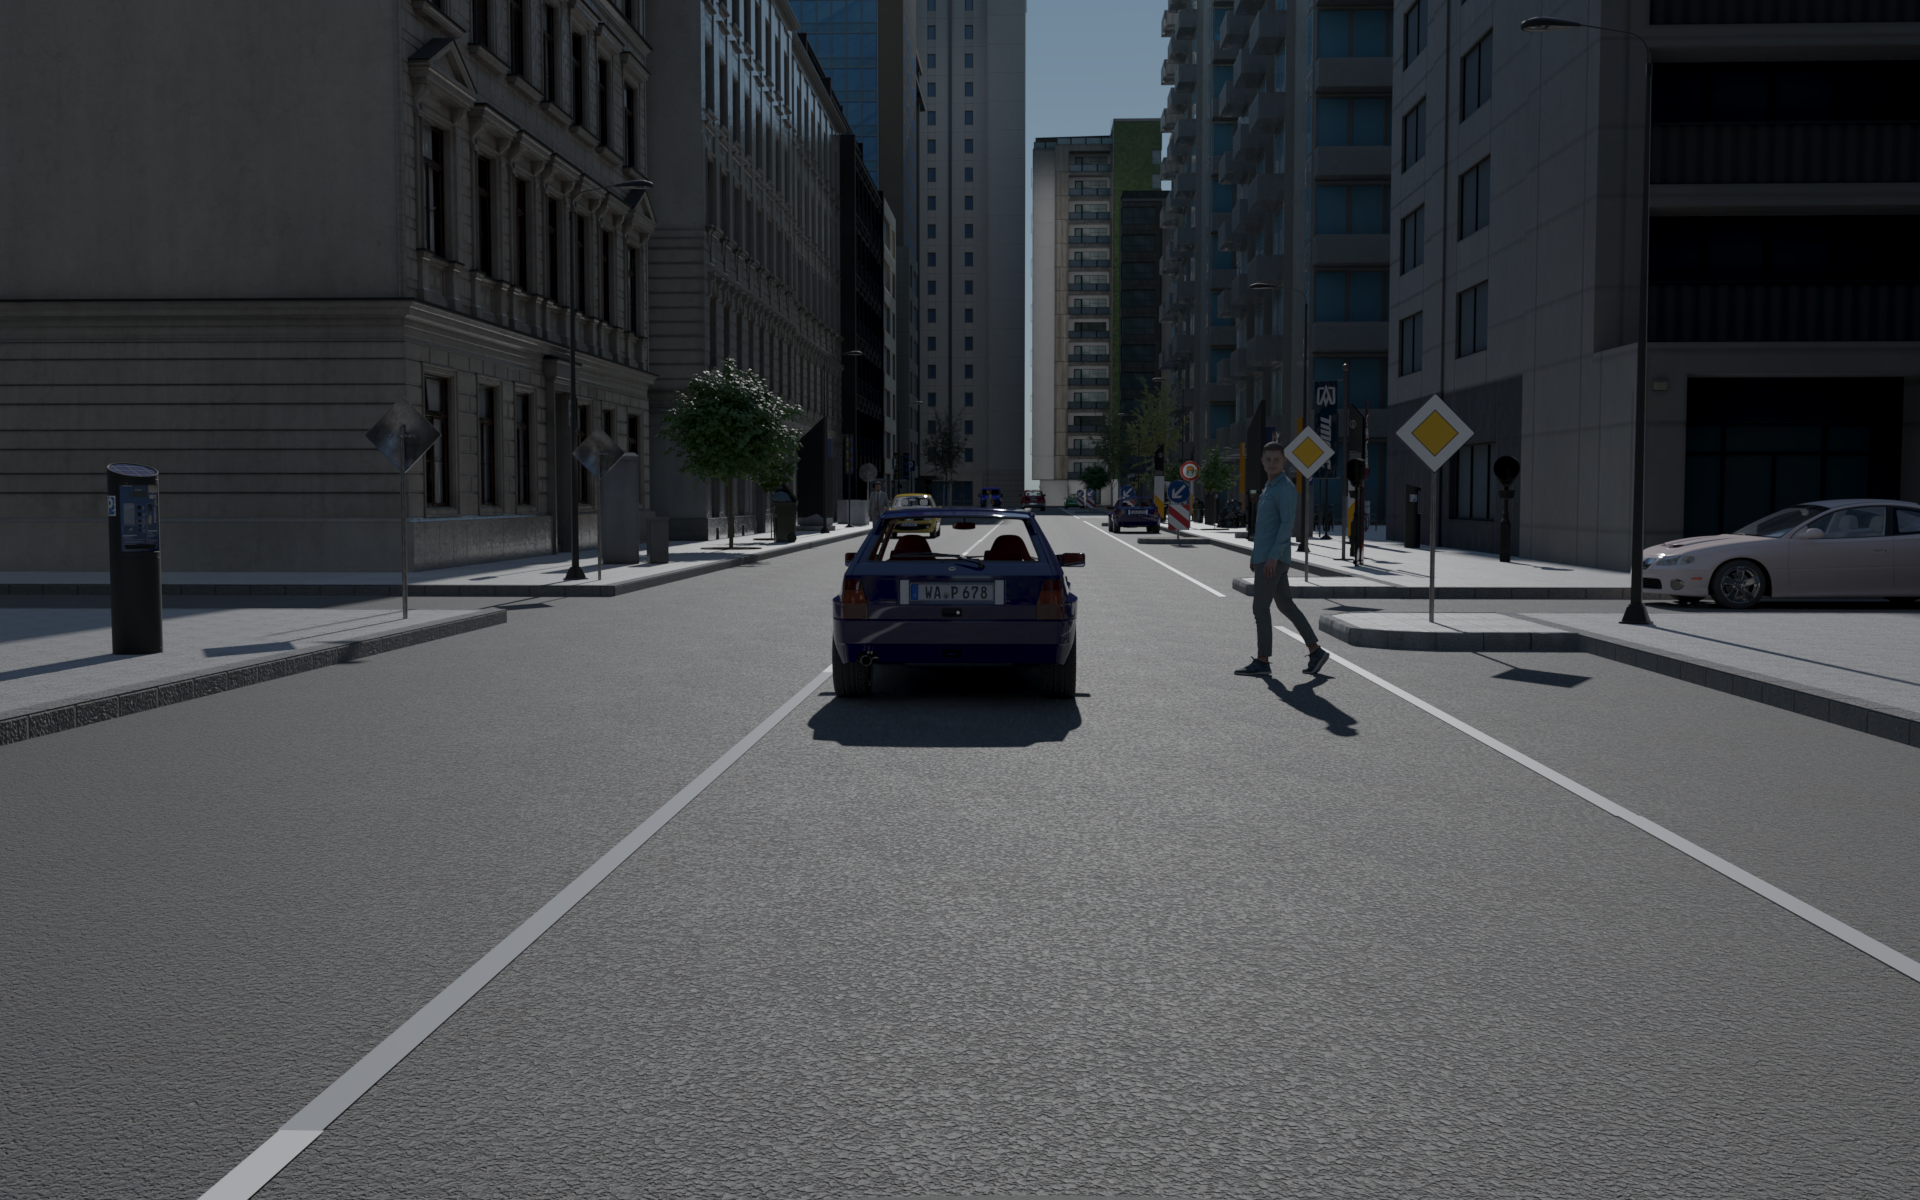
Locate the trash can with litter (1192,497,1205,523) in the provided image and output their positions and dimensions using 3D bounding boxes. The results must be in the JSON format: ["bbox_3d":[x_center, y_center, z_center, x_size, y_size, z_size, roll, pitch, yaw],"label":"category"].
[{"bbox_3d":[10.873,-4.024,77.183,1.055,1.170,0.624,1,4,11],"label":"trash can with litter"}]

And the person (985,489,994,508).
[{"bbox_3d":[1.433,-4.655,85.608,0.522,1.701,0.512,0,4,6],"label":"person"}]

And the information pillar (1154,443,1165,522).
[{"bbox_3d":[9.174,-5.399,79.623,0.504,3.616,0.183,3,4,37],"label":"information pillar"}]

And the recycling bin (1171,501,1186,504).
[{"bbox_3d":[12.465,-5.297,99.167,0.722,1.027,0.722,-2,4,-31],"label":"recycling bin"}]

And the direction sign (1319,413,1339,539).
[{"bbox_3d":[10.381,-3.486,48.999,0.379,3.537,0.876,-2,4,-30],"label":"direction sign"}]

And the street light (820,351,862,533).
[{"bbox_3d":[-3.877,-5.133,56.459,1.470,5.913,1.316,0,4,2],"label":"street light"}]

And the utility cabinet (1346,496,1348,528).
[{"bbox_3d":[15.038,-3.393,66.631,0.306,1.237,1.020,2,4,25],"label":"utility cabinet"}]

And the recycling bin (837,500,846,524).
[{"bbox_3d":[-4.823,-3.817,74.959,0.722,1.027,0.722,3,5,44],"label":"recycling bin"}]

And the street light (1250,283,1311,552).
[{"bbox_3d":[7.081,-4.022,38.306,1.470,5.913,1.316,0,4,2],"label":"street light"}]

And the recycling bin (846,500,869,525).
[{"bbox_3d":[-4.145,-3.588,71.210,0.722,1.027,0.722,1,4,10],"label":"recycling bin"}]

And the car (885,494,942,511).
[{"bbox_3d":[-1.566,-2.908,57.762,2.015,1.641,3.980,0,4,2],"label":"car"}]

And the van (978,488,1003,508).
[{"bbox_3d":[2.854,-9.465,159.131,2.240,2.365,5.245,0,4,2],"label":"van"}]

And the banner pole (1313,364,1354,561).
[{"bbox_3d":[7.235,-2.664,33.568,0.863,3.779,0.401,2,4,32],"label":"banner pole"}]

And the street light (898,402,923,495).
[{"bbox_3d":[-2.541,-7.008,87.118,1.470,5.913,1.316,0,4,2],"label":"street light"}]

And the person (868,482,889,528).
[{"bbox_3d":[-2.403,-2.595,51.196,0.678,1.792,0.850,0,4,6],"label":"person"}]

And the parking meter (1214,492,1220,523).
[{"bbox_3d":[11.259,-4.160,76.424,0.372,1.533,0.369,0,3,0],"label":"parking meter"}]

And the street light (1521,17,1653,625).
[{"bbox_3d":[6.163,-2.721,17.026,1.470,5.913,1.316,0,4,2],"label":"street light"}]

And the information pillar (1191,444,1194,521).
[{"bbox_3d":[10.959,-5.521,81.616,0.183,3.616,0.504,1,4,16],"label":"information pillar"}]

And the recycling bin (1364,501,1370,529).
[{"bbox_3d":[14.691,-3.132,63.763,0.722,1.027,0.722,1,4,19],"label":"recycling bin"}]

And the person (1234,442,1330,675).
[{"bbox_3d":[2.550,-0.325,13.674,0.748,1.841,0.638,1,4,11],"label":"person"}]

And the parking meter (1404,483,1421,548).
[{"bbox_3d":[10.778,-2.008,41.236,0.372,1.533,0.369,0,3,0],"label":"parking meter"}]

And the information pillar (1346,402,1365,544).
[{"bbox_3d":[10.086,-3.227,44.123,0.183,3.616,0.504,-2,4,-32],"label":"information pillar"}]

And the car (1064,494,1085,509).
[{"bbox_3d":[10.795,-9.474,163.689,1.959,1.807,4.718,0,4,1],"label":"car"}]

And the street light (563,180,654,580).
[{"bbox_3d":[-5.232,-3.258,25.802,1.470,5.913,1.316,0,4,2],"label":"street light"}]

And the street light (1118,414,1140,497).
[{"bbox_3d":[9.798,-7.804,100.134,1.470,5.913,1.316,0,4,2],"label":"street light"}]

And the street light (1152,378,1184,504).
[{"bbox_3d":[8.394,-5.929,69.479,1.470,5.913,1.316,0,4,2],"label":"street light"}]

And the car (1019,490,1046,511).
[{"bbox_3d":[6.182,-8.462,147.023,2.281,1.827,5.304,0,4,0],"label":"car"}]

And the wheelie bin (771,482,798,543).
[{"bbox_3d":[-4.676,-2.331,46.020,0.693,1.594,0.980,-1,4,-14],"label":"wheelie bin"}]

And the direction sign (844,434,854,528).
[{"bbox_3d":[-4.228,-4.534,66.125,0.379,3.537,0.876,1,4,15],"label":"direction sign"}]

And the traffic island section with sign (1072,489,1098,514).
[{"bbox_3d":[9.463,-7.271,127.504,1.989,1.847,2.006,0,4,2],"label":"traffic island section with sign"}]

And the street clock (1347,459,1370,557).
[{"bbox_3d":[8.130,-1.892,35.509,0.471,2.002,0.358,3,5,41],"label":"street clock"}]

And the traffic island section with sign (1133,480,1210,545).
[{"bbox_3d":[6.161,-2.541,50.174,1.989,1.847,2.006,0,4,2],"label":"traffic island section with sign"}]

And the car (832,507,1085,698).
[{"bbox_3d":[0.020,-0.057,13.516,1.945,1.354,3.894,0,4,2],"label":"car"}]

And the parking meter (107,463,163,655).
[{"bbox_3d":[-6.638,-0.338,13.937,0.372,1.533,0.369,0,3,0],"label":"parking meter"}]

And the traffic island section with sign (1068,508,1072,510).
[{"bbox_3d":[10.604,-8.918,154.435,1.989,1.847,2.006,0,4,2],"label":"traffic island section with sign"}]

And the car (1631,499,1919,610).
[{"bbox_3d":[11.169,-0.607,22.283,4.827,1.381,2.083,0,4,2],"label":"car"}]

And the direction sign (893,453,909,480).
[{"bbox_3d":[-3.216,-6.307,95.119,0.876,3.537,0.379,-1,4,-11],"label":"direction sign"}]

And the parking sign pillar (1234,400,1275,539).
[{"bbox_3d":[8.707,-3.778,50.239,1.447,3.967,1.447,-1,4,-8],"label":"parking sign pillar"}]

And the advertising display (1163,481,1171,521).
[{"bbox_3d":[9.736,-4.761,83.060,0.974,1.923,0.123,-3,5,-40],"label":"advertising display"}]

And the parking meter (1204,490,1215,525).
[{"bbox_3d":[10.463,-4.095,72.667,0.399,1.863,0.255,-3,4,-37],"label":"parking meter"}]

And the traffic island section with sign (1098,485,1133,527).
[{"bbox_3d":[7.310,-4.188,77.105,1.989,1.847,2.006,0,4,2],"label":"traffic island section with sign"}]

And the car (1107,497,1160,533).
[{"bbox_3d":[6.525,-3.213,65.118,1.945,1.354,3.894,0,4,1],"label":"car"}]

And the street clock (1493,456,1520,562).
[{"bbox_3d":[10.311,-1.721,32.705,0.471,2.002,0.358,1,4,22],"label":"street clock"}]
